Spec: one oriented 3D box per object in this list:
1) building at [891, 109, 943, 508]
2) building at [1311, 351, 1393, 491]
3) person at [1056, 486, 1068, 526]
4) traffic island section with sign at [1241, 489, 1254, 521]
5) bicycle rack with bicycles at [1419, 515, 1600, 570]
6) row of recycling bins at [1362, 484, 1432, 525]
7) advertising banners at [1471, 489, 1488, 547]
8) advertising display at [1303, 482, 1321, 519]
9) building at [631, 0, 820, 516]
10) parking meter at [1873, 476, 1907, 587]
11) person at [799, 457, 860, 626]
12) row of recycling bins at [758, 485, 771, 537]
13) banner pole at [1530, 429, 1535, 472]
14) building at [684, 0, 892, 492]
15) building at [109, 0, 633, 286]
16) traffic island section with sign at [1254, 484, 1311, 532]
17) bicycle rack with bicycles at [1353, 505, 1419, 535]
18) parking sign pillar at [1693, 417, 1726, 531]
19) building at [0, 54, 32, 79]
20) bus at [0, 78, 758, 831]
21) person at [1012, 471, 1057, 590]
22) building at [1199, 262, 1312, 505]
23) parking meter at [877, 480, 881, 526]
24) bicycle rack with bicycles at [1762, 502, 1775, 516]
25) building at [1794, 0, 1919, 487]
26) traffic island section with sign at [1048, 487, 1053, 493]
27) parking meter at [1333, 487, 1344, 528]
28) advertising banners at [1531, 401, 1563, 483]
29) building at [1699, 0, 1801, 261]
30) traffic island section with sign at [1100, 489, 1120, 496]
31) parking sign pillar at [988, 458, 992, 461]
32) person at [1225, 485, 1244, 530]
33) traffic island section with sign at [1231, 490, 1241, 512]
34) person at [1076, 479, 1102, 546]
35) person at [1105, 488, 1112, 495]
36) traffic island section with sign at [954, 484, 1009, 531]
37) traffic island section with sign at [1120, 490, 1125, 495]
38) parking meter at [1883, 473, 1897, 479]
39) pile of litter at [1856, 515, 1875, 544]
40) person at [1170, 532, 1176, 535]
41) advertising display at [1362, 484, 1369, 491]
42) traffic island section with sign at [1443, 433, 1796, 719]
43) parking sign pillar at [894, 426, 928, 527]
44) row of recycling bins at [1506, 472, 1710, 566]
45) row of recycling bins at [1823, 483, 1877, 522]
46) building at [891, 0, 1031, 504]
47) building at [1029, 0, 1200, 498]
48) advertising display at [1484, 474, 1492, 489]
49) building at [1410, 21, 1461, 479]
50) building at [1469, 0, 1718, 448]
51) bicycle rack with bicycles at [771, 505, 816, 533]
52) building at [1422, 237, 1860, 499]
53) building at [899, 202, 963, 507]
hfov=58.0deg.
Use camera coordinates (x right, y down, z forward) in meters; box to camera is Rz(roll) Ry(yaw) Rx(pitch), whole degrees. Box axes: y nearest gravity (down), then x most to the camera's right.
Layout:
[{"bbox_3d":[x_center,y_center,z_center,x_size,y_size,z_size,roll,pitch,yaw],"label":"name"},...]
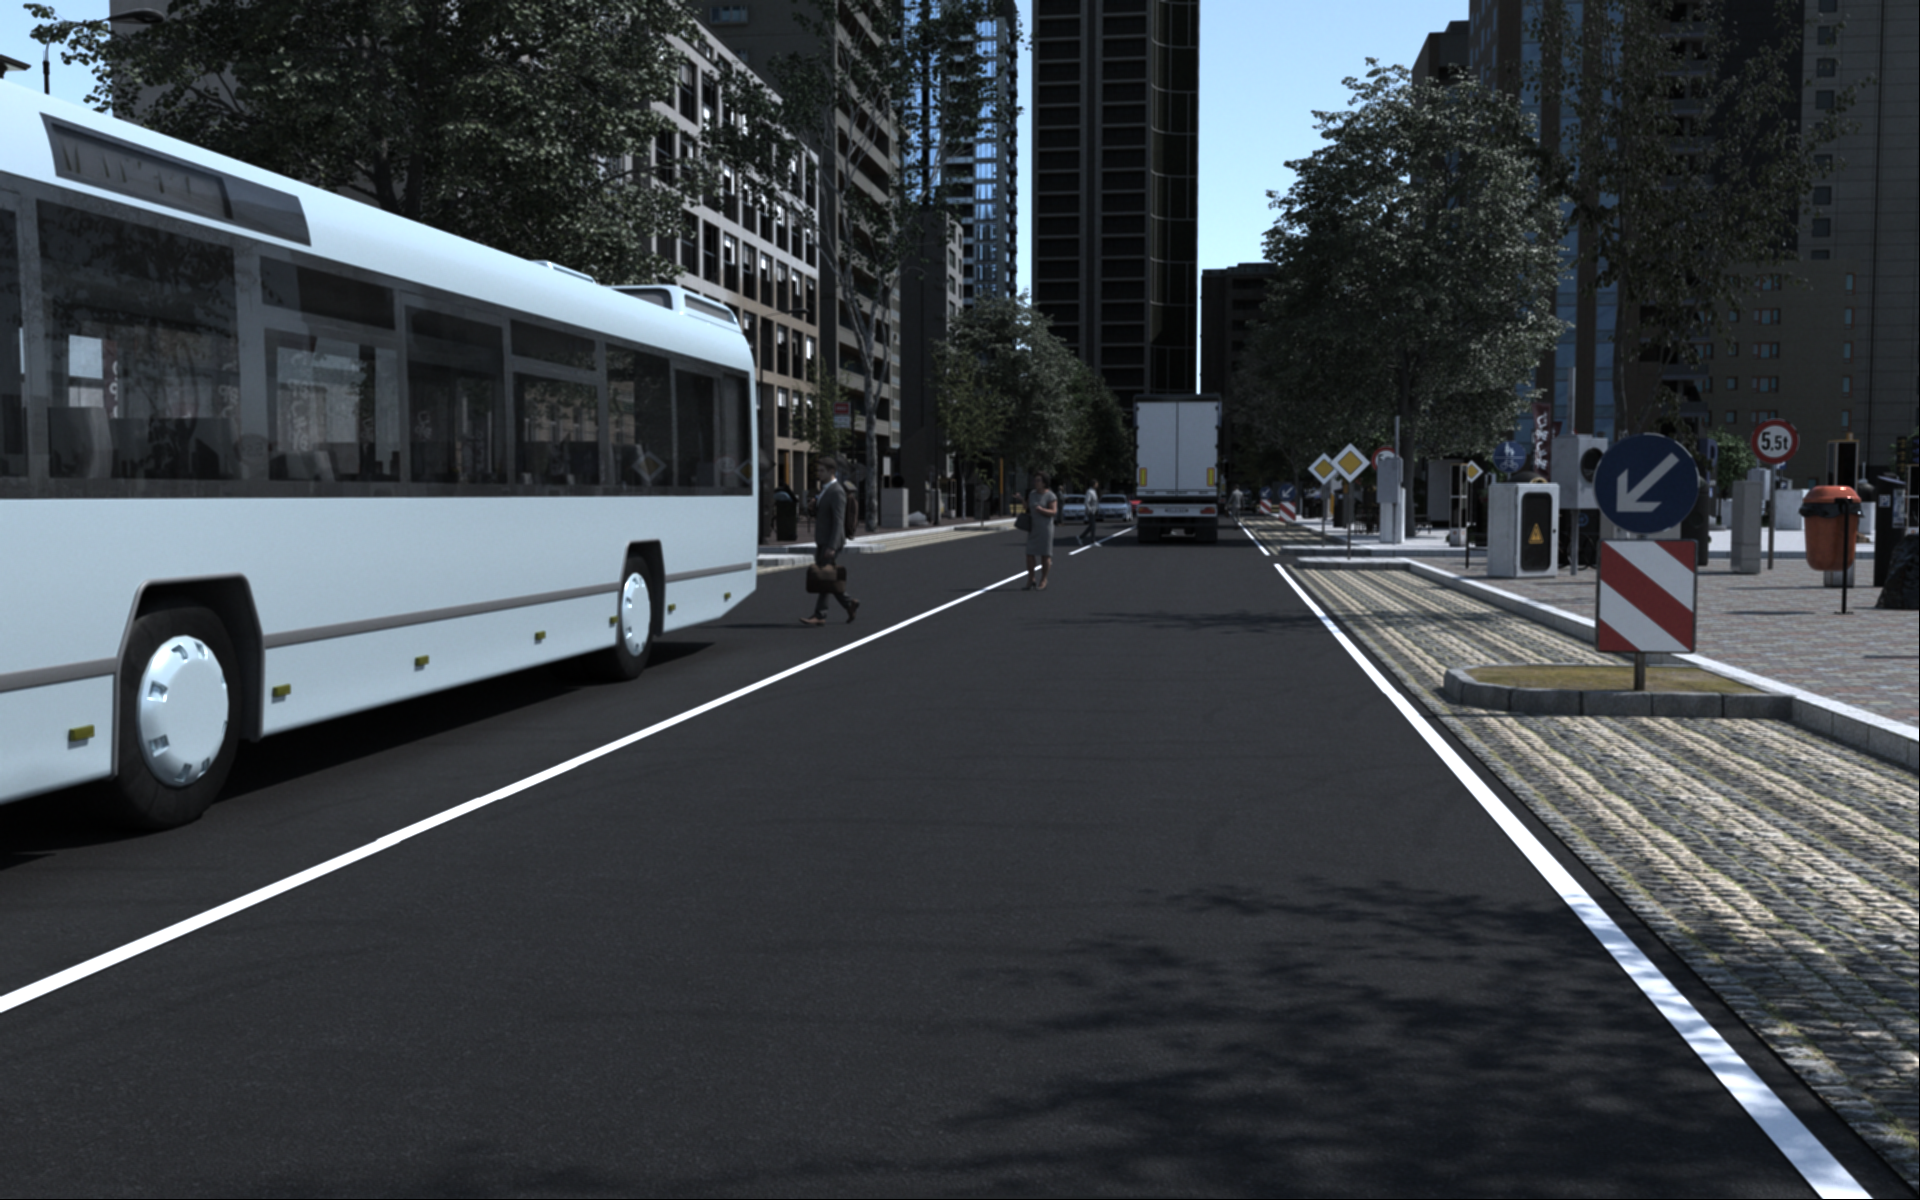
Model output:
[{"bbox_3d":[-18.554,-28.366,155.668,32.217,40.220,23.993,1,4,8],"label":"building"},{"bbox_3d":[59.622,-23.116,222.987,28.899,21.520,27.650,1,4,8],"label":"building"},{"bbox_3d":[4.586,-4.231,77.855,0.590,1.801,0.661,0,4,-8],"label":"person"},{"bbox_3d":[16.236,-5.146,92.770,1.989,1.847,2.006,1,4,8],"label":"traffic island section with sign"},{"bbox_3d":[9.935,-0.985,29.482,2.852,0.926,2.925,-1,4,-19],"label":"bicycle rack with bicycles"},{"bbox_3d":[18.366,-3.986,72.289,1.069,1.692,3.534,-3,5,-42],"label":"row of recycling bins"},{"bbox_3d":[13.425,-2.787,41.758,2.074,3.025,0.090,0,4,6],"label":"advertising banners"},{"bbox_3d":[18.475,-5.240,90.884,0.974,1.923,0.123,0,4,-4],"label":"advertising display"},{"bbox_3d":[-21.107,-17.897,97.135,19.350,26.468,34.151,1,4,8],"label":"building"},{"bbox_3d":[12.881,-0.952,23.977,0.372,1.533,0.369,0,3,0],"label":"parking meter"},{"bbox_3d":[-1.390,-0.636,18.870,0.822,1.834,0.622,-2,4,-31],"label":"person"},{"bbox_3d":[-7.275,-2.671,50.791,3.534,1.692,1.069,-1,4,-23],"label":"row of recycling bins"},{"bbox_3d":[19.713,-4.207,58.801,0.863,3.779,0.401,-1,4,-12],"label":"banner pole"},{"bbox_3d":[-17.643,-31.079,131.848,21.300,48.544,21.600,1,4,8],"label":"building"},{"bbox_3d":[-22.253,-17.356,69.679,13.634,28.700,20.117,1,4,8],"label":"building"},{"bbox_3d":[12.331,-3.509,65.997,1.989,1.847,2.006,1,4,8],"label":"traffic island section with sign"},{"bbox_3d":[13.640,-2.566,55.333,2.852,0.926,2.925,3,4,37],"label":"bicycle rack with bicycles"},{"bbox_3d":[26.161,-4.424,60.797,1.447,3.967,1.447,3,5,42],"label":"parking sign pillar"},{"bbox_3d":[-58.175,-14.685,73.382,30.059,22.955,16.112,1,4,8],"label":"building"},{"bbox_3d":[-4.130,-0.944,10.300,2.948,3.499,13.247,0,4,8],"label":"bus"},{"bbox_3d":[1.077,-1.038,25.837,0.716,1.782,0.532,3,4,38],"label":"person"},{"bbox_3d":[37.351,-27.368,219.171,14.107,30.474,14.160,1,4,8],"label":"building"},{"bbox_3d":[-3.296,-3.939,70.110,0.255,1.863,0.399,-1,4,-23],"label":"parking meter"},{"bbox_3d":[35.535,-3.832,76.041,2.852,0.926,2.925,0,4,6],"label":"bicycle rack with bicycles"},{"bbox_3d":[90.284,-43.933,156.563,20.611,71.187,20.563,1,4,8],"label":"building"},{"bbox_3d":[4.769,-5.244,94.372,1.989,1.847,2.006,1,4,8],"label":"traffic island section with sign"},{"bbox_3d":[14.516,-3.548,66.418,0.372,1.533,0.369,0,3,0],"label":"parking meter"},{"bbox_3d":[11.716,-2.264,33.208,2.074,3.025,0.090,-2,4,-24],"label":"advertising banners"},{"bbox_3d":[69.706,-44.088,159.084,20.611,71.187,20.563,1,4,8],"label":"building"},{"bbox_3d":[12.050,-8.291,144.188,1.989,1.847,2.006,1,4,8],"label":"traffic island section with sign"},{"bbox_3d":[1.733,-7.604,112.799,1.447,3.967,1.447,1,4,12],"label":"parking sign pillar"},{"bbox_3d":[11.077,-3.732,69.645,0.709,1.813,0.853,-2,4,-27],"label":"person"},{"bbox_3d":[23.483,-8.178,142.345,1.989,1.847,2.006,1,4,8],"label":"traffic island section with sign"},{"bbox_3d":[3.544,-2.405,47.667,0.795,1.843,0.661,1,4,23],"label":"person"},{"bbox_3d":[9.772,-6.495,114.471,0.659,1.850,0.755,-1,4,-12],"label":"person"},{"bbox_3d":[0.873,-3.613,67.698,1.989,1.847,2.006,1,4,8],"label":"traffic island section with sign"},{"bbox_3d":[15.995,-9.941,171.157,1.989,1.847,2.006,1,4,8],"label":"traffic island section with sign"},{"bbox_3d":[25.143,-2.517,46.869,0.255,1.863,0.399,1,4,12],"label":"parking meter"},{"bbox_3d":[23.270,-1.923,45.404,1.176,0.858,1.719,-2,4,-24],"label":"pile of litter"},{"bbox_3d":[7.330,-3.218,61.096,0.573,1.828,0.580,2,4,29],"label":"person"},{"bbox_3d":[22.180,-5.404,93.562,0.974,1.923,0.123,1,4,17],"label":"advertising display"},{"bbox_3d":[4.446,-0.207,12.005,1.989,1.847,2.006,1,4,8],"label":"traffic island section with sign"},{"bbox_3d":[-1.992,-4.916,68.849,1.447,3.967,1.447,-3,5,-40],"label":"parking sign pillar"},{"bbox_3d":[11.722,-1.495,31.561,3.534,1.692,1.069,1,4,14],"label":"row of recycling bins"},{"bbox_3d":[33.009,-3.468,63.817,1.069,1.692,3.534,-1,4,-14],"label":"row of recycling bins"},{"bbox_3d":[-5.459,-55.887,226.416,31.000,86.520,22.319,1,4,8],"label":"building"},{"bbox_3d":[20.308,-48.040,223.713,20.611,71.187,20.563,1,4,8],"label":"building"},{"bbox_3d":[17.318,-3.159,56.857,0.123,1.923,0.974,1,4,11],"label":"advertising display"},{"bbox_3d":[50.647,-31.508,165.259,14.600,45.320,14.200,1,4,8],"label":"building"},{"bbox_3d":[43.969,-28.908,122.758,14.600,45.320,14.200,1,4,8],"label":"building"},{"bbox_3d":[-6.192,-2.684,57.262,2.852,0.926,2.925,-1,4,-22],"label":"bicycle rack with bicycles"},{"bbox_3d":[54.393,-18.267,143.704,27.650,21.520,28.899,1,4,8],"label":"building"},{"bbox_3d":[-7.090,-24.681,175.230,14.107,30.474,14.160,1,4,8],"label":"building"}]
